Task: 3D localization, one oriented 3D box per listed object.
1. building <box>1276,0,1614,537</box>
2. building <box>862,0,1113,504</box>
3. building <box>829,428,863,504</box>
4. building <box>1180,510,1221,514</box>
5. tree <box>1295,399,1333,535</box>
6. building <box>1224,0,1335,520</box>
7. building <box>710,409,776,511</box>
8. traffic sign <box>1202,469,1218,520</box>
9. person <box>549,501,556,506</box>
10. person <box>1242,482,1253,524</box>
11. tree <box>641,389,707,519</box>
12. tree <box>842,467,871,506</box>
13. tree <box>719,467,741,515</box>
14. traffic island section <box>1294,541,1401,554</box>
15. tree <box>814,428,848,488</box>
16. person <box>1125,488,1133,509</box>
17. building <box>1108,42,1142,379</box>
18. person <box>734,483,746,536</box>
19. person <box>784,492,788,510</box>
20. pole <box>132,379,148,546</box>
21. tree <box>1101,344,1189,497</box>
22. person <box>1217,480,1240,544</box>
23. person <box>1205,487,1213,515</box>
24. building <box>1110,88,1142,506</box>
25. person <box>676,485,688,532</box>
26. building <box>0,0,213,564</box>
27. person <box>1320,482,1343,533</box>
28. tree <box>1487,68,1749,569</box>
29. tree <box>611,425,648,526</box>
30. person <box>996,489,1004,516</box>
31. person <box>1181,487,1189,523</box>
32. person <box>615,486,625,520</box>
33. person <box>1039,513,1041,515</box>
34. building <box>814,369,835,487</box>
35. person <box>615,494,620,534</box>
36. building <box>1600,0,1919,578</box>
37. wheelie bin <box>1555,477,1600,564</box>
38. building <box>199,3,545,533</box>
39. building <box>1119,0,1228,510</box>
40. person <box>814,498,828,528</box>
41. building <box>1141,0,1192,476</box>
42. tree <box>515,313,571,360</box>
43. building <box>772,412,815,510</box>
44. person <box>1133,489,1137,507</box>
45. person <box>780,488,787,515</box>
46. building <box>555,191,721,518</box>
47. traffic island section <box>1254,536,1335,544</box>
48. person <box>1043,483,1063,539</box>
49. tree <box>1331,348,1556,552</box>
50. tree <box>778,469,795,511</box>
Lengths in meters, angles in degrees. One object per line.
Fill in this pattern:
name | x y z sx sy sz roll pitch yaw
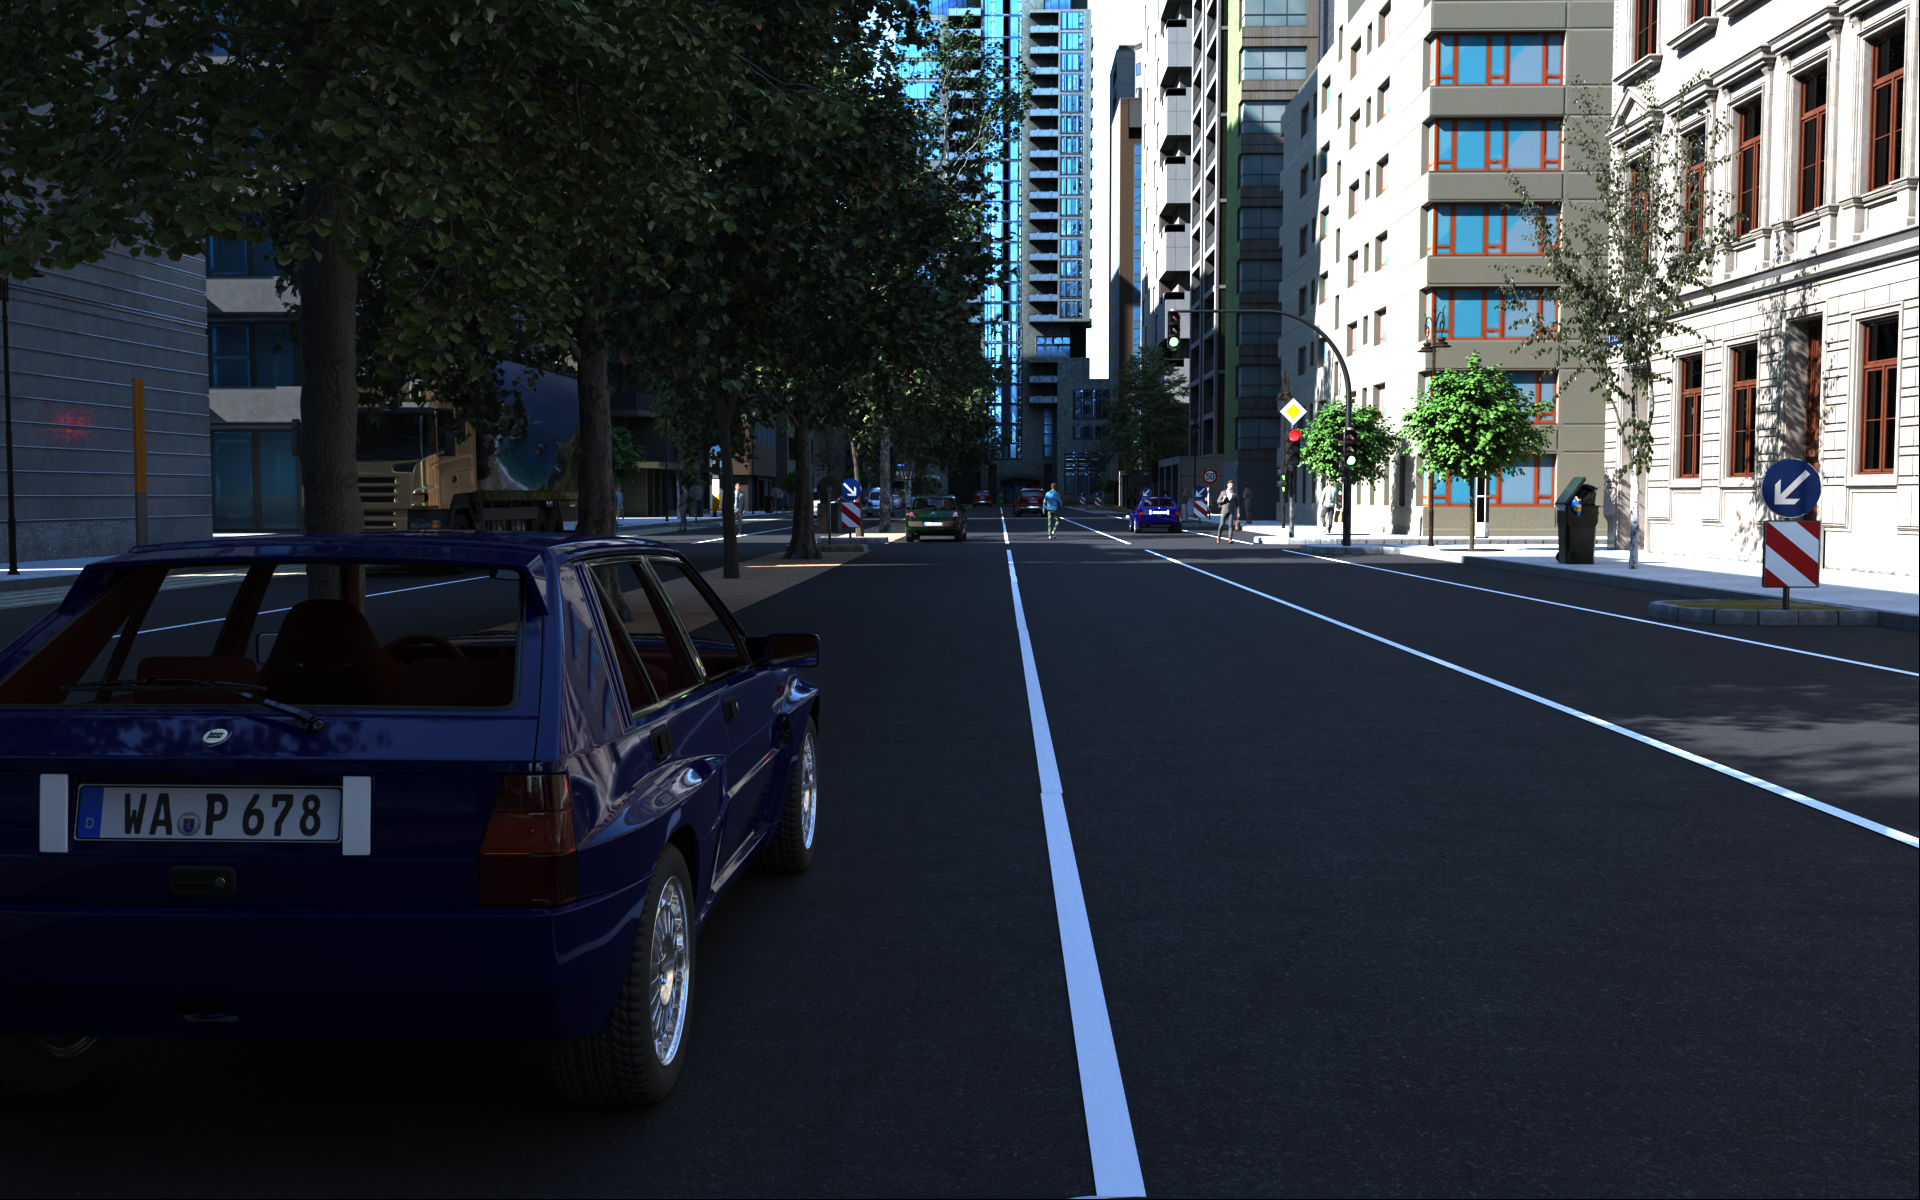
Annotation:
building | 28.724 -13.460 65.108 28.899 21.520 27.650 0 4 1
building | 3.742 -55.589 221.549 31.000 86.520 22.319 0 4 1
building | -23.667 -32.741 227.195 23.993 40.220 32.217 0 4 1
building | 24.450 -41.327 113.945 20.563 71.187 20.611 0 4 1
tree | 12.157 -4.298 53.989 4.285 4.588 4.351 0 3 0
building | 20.650 -24.834 89.637 14.154 41.232 14.086 0 4 1
building | -22.107 -29.586 133.836 14.600 45.320 14.200 0 4 1
traffic sign | 12.576 -5.326 87.182 0.768 2.556 0.104 0 4 5
person | -14.773 -3.427 62.170 0.679 1.850 0.850 3 5 44
person | 12.332 -4.160 74.396 0.599 1.781 0.374 -3 4 -37
tree | -14.175 -8.424 88.098 4.737 8.622 4.395 0 3 0
tree | -11.493 -12.767 192.446 4.285 4.588 4.351 0 3 0
tree | -13.956 -6.744 104.862 1.663 3.219 1.824 0 3 0
traffic island section | 9.582 -1.259 42.874 2.009 0.180 2.903 0 4 1
tree | -13.014 -13.323 168.194 4.360 8.622 3.978 0 3 0
person | 14.467 -8.700 148.389 0.705 1.812 1.348 2 4 33
building | 33.542 -41.458 219.829 28.212 58.520 21.231 0 4 1
person | -7.685 -3.127 59.723 0.635 1.810 0.391 -1 4 -12
person | -14.281 -8.157 140.215 0.445 1.727 0.742 2 4 23
pole | -14.562 -2.258 30.763 0.158 3.312 0.155 0 3 0
tree | 14.164 -13.056 131.595 7.486 12.596 7.792 0 3 0
person | 7.757 -2.544 50.061 0.622 1.834 0.822 0 4 -8
person | 15.086 -6.042 105.572 0.760 1.731 0.466 0 4 5
building | 24.095 -33.151 192.123 14.600 45.320 14.200 0 4 1
person | -10.658 -3.514 66.225 0.573 1.790 0.520 -2 4 -25
building | -29.168 -11.775 34.326 24.055 21.916 13.314 0 4 1
person | 12.186 -3.067 56.671 0.782 1.767 0.515 0 4 -8
tree | 11.329 -4.838 29.470 4.360 8.622 3.978 0 3 0
tree | -14.381 -5.294 70.268 4.285 4.588 4.351 0 3 0
person | 2.666 -6.452 114.229 0.529 1.795 0.600 3 4 36
person | 10.778 -4.516 82.878 0.362 1.759 0.519 1 4 14
person | -16.754 -4.769 85.014 0.512 1.701 0.522 -2 4 -27
person | 5.621 -6.691 118.246 0.721 1.781 0.623 0 4 0
building | -27.396 -36.448 185.157 27.495 52.752 28.713 0 4 1
person | -12.589 -3.296 62.369 0.713 1.824 0.794 -1 4 -21
building | 19.755 -11.838 29.701 11.583 22.565 21.152 0 4 1
wheelie bin | 11.382 -1.468 31.918 0.693 1.594 0.980 0 4 2
building | -29.235 -27.426 68.028 23.786 49.044 30.456 0 4 1
building | 27.039 -44.959 173.325 20.563 71.187 20.611 0 4 1
person | -5.803 -3.951 72.869 0.755 1.850 0.659 3 5 40
building | 30.239 -34.281 149.731 28.713 52.752 27.495 0 4 1
tree | -14.763 -6.630 58.756 4.360 8.622 3.978 0 3 0
building | -24.591 -32.291 151.664 21.300 48.544 21.600 0 4 1
person | 15.298 -8.894 152.140 0.721 1.739 1.217 0 4 -6
person | -11.543 -6.408 113.295 0.654 1.822 0.581 -3 4 -38
building | -26.406 -27.589 105.697 22.147 44.769 28.867 0 4 1
traffic island section | 9.759 -1.748 50.857 2.009 0.180 2.903 0 4 1
person | 2.965 -2.847 55.397 0.601 1.785 0.444 1 4 22
tree | 11.538 -3.390 39.141 4.285 4.588 4.351 0 3 0
tree | -13.045 -8.398 131.910 1.663 3.219 1.824 0 3 0
